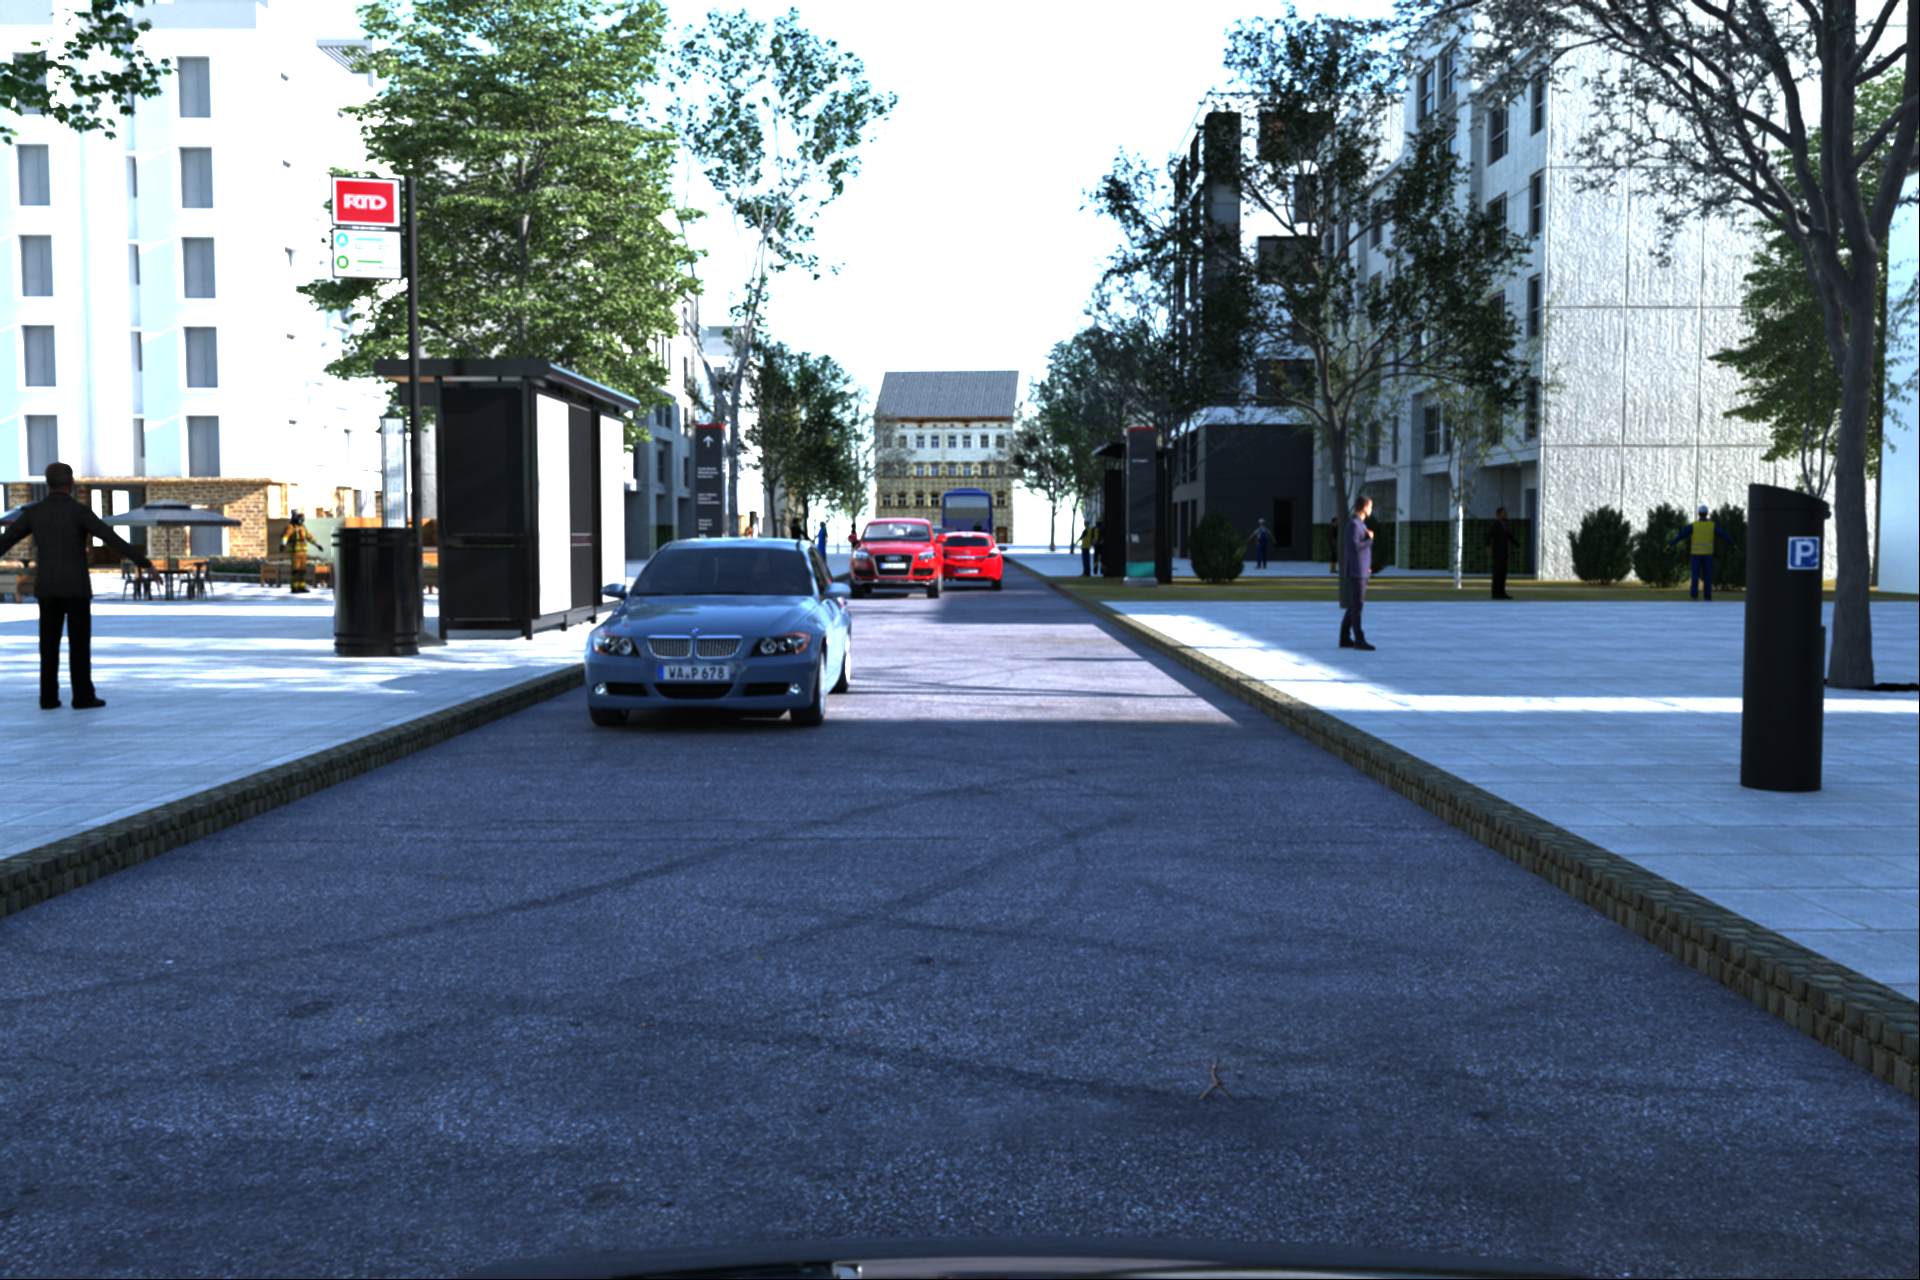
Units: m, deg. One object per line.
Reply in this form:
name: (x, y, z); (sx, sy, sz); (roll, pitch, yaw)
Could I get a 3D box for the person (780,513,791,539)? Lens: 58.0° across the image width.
person: (-4.374, -2.305, 43.811); (0.705, 1.813, 1.348); (-1, 4, -9)

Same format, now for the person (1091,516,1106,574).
person: (4.443, -3.015, 55.069); (1.354, 1.856, 0.705); (2, 4, 27)

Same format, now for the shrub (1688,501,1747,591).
shrub: (17.291, -2.114, 38.980); (1.690, 2.028, 1.600); (0, 3, 0)

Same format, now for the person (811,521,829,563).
person: (-5.524, -3.849, 69.066); (0.704, 1.817, 1.347); (-2, 4, -33)

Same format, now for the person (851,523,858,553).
person: (-4.331, -3.997, 72.078); (0.721, 1.740, 1.216); (0, 4, -8)

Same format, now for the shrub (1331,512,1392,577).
shrub: (11.813, -2.868, 50.929); (1.661, 2.075, 1.752); (0, 3, 0)

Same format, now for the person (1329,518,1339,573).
person: (12.314, -3.102, 56.855); (0.704, 1.812, 1.346); (1, 4, 19)

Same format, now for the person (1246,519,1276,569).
person: (11.127, -3.552, 63.928); (1.347, 1.847, 0.705); (-1, 4, -21)

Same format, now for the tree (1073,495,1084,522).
tree: (17.080, -17.162, 230.962); (4.737, 8.622, 4.395); (0, 3, 0)

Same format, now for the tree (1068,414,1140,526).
tree: (7.227, -8.555, 90.233); (4.360, 8.622, 3.978); (0, 3, 0)

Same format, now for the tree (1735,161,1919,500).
tree: (16.600, -5.109, 33.900); (4.360, 8.622, 3.978); (0, 3, 0)

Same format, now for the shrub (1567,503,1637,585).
shrub: (16.176, -2.417, 43.560); (1.661, 2.075, 1.752); (0, 3, 0)

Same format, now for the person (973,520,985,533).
person: (0.519, -2.713, 52.600); (1.354, 1.856, 0.705); (-2, 4, -30)

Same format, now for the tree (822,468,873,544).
tree: (-14.984, -18.100, 230.351); (7.601, 10.594, 8.767); (1, 4, 8)

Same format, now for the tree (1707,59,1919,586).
tree: (22.543, -7.616, 42.653); (7.486, 12.596, 7.792); (0, 3, 0)

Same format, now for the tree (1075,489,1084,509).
tree: (18.510, -18.202, 223.364); (9.928, 11.665, 9.643); (0, 3, 0)

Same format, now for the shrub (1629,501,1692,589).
shrub: (16.724, -2.263, 41.036); (1.661, 2.075, 1.752); (0, 3, 0)

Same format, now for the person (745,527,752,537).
person: (-4.333, -1.624, 35.820); (0.991, 1.433, 0.599); (1, 4, 15)

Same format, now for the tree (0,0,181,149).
tree: (-8.042, -5.228, 11.240); (9.928, 11.665, 9.643); (0, 3, 0)

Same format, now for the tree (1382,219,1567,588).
tree: (11.597, -5.542, 40.970); (4.360, 8.622, 3.978); (0, 3, 0)

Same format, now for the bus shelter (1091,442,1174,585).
bus shelter: (4.645, -3.413, 47.079); (1.731, 3.624, 6.357); (0, 3, 0)

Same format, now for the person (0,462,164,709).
person: (-6.588, -0.402, 12.759); (1.348, 1.807, 0.705); (0, 4, -2)

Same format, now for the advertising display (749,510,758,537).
advertising display: (-5.693, -2.602, 47.757); (0.123, 1.923, 0.974); (0, 4, 1)

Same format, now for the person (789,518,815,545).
person: (-5.584, -3.237, 58.866); (1.347, 1.837, 0.705); (1, 4, 20)

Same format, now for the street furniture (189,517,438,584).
street furniture: (-17.758, -2.559, 48.697); (11.010, 1.723, 9.812); (-3, 5, -44)

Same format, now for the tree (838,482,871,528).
tree: (-13.681, -16.699, 223.388); (4.737, 8.622, 4.395); (0, 3, 0)

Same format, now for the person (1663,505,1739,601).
person: (14.202, -1.663, 33.161); (1.349, 1.833, 0.705); (1, 4, 16)

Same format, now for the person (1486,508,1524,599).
person: (10.682, -1.708, 34.143); (1.346, 1.802, 0.704); (-3, 5, -43)

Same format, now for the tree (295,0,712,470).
tree: (-8.290, -6.989, 32.390); (7.486, 12.596, 7.792); (0, 3, 0)

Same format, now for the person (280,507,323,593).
person: (-14.336, -1.945, 37.566); (0.705, 1.858, 1.354); (1, 4, 17)

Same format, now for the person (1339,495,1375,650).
person: (4.444, -0.755, 19.311); (0.530, 1.710, 0.541); (2, 4, 33)

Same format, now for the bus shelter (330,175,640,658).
bus shelter: (-5.963, -2.724, 22.173); (2.179, 5.291, 8.768); (0, 4, 0)

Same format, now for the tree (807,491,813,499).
tree: (-21.171, -16.813, 225.258); (4.737, 8.622, 4.395); (0, 3, 0)

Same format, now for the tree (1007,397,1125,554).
tree: (7.141, -10.772, 110.535); (8.767, 10.594, 7.601); (0, 4, 4)

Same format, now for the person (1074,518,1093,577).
person: (3.715, -2.784, 51.983); (0.721, 1.772, 1.216); (2, 4, 27)

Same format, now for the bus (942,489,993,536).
bus: (0.392, -6.193, 92.794); (2.896, 3.916, 12.251); (0, 4, 0)

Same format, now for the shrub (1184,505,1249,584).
shrub: (6.613, -2.457, 44.592); (1.690, 2.028, 1.600); (0, 3, 0)

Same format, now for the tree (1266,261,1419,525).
tree: (10.457, -5.901, 46.849); (4.360, 8.622, 3.978); (0, 3, 0)
